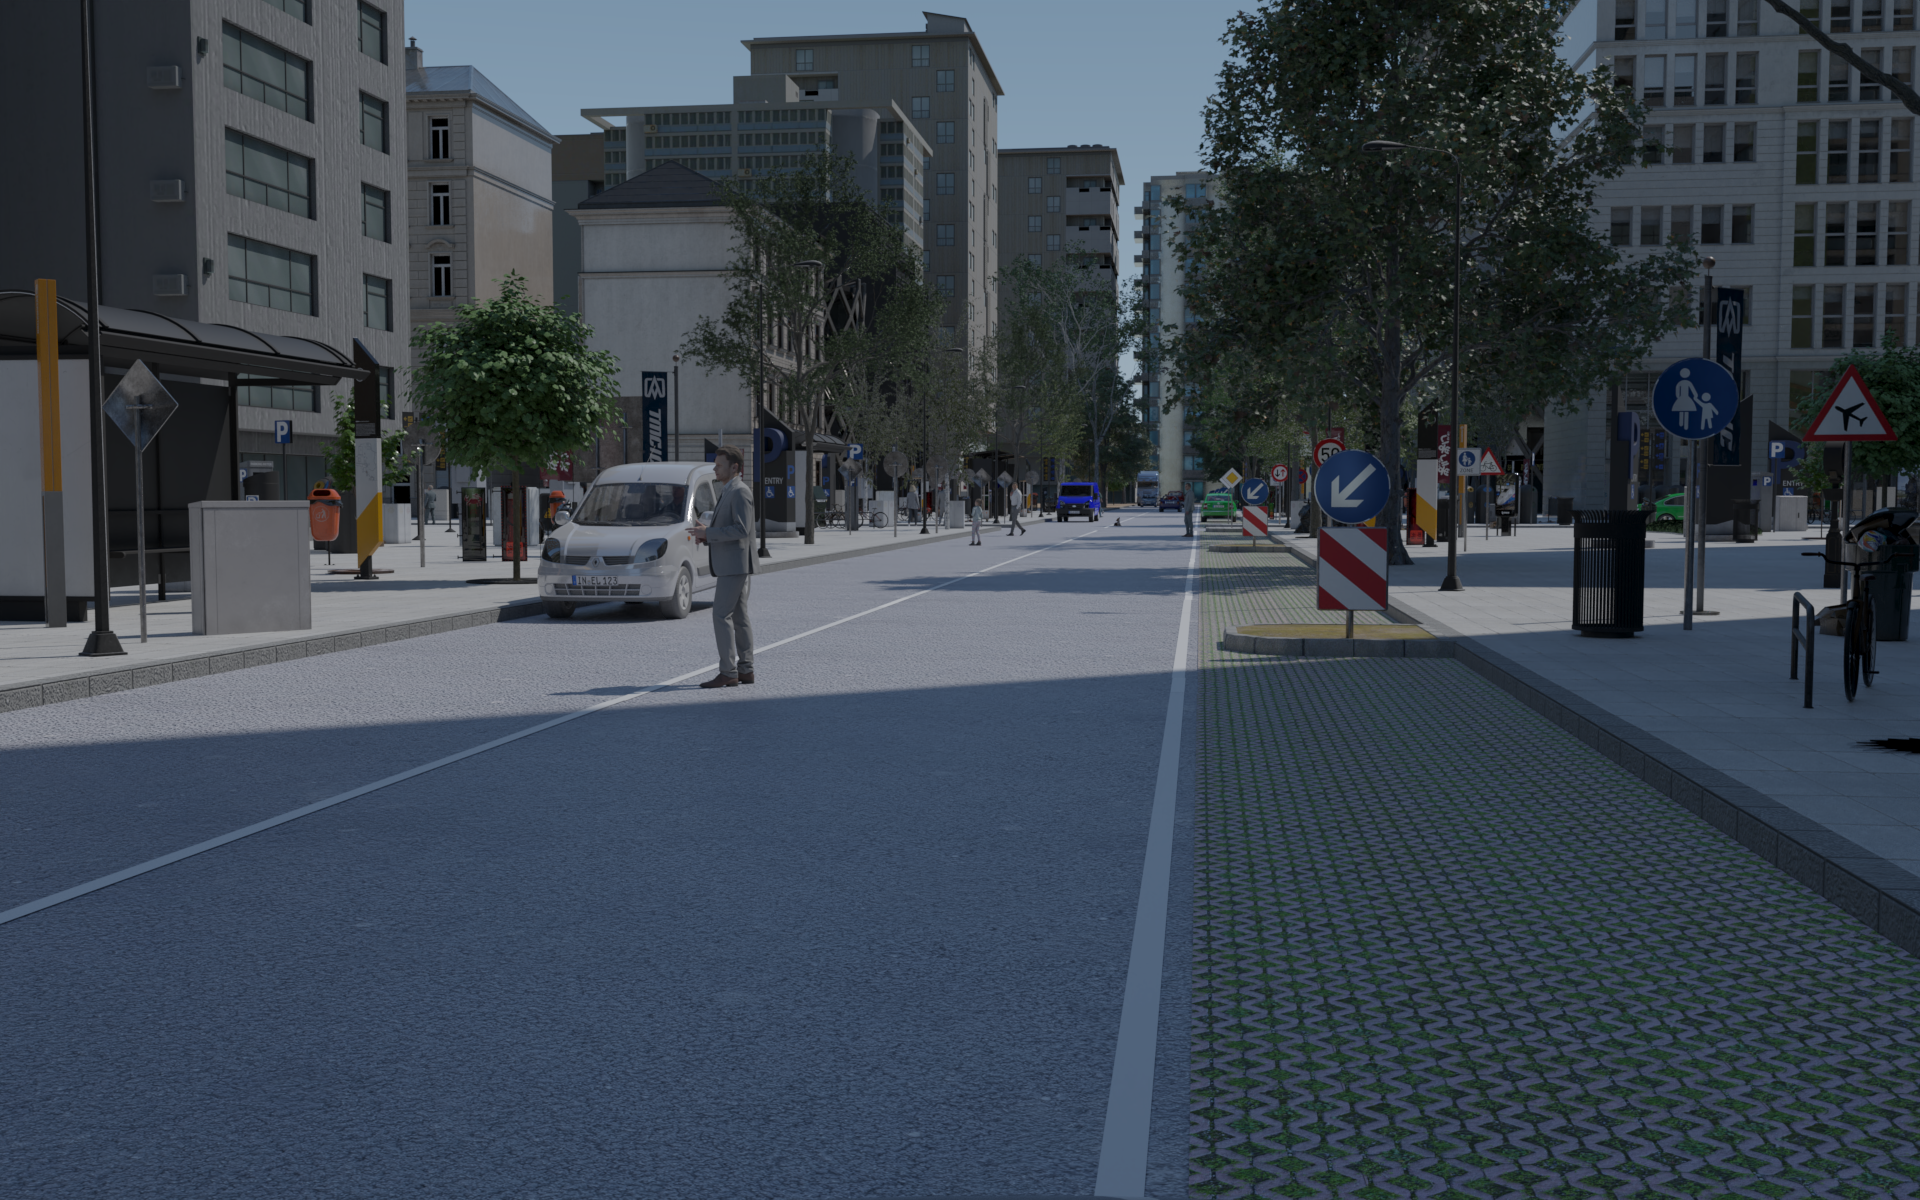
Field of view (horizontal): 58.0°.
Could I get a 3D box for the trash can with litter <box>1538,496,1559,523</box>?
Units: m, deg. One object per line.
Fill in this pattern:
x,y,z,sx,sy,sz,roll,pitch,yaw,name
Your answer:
26.027,-4.040,77.111,2.233,1.210,1.678,-1,4,-8,trash can with litter

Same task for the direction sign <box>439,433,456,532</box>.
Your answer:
-17.085,-4.034,57.948,0.876,3.537,0.379,0,4,-7,direction sign

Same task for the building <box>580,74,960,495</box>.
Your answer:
-16.552,-28.924,164.793,32.217,40.220,23.993,0,4,8,building

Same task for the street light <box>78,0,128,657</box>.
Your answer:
-6.292,-2.508,13.541,1.470,5.913,1.316,0,4,8,street light

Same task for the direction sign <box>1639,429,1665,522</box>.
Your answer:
24.129,-4.188,60.463,0.876,3.537,0.379,0,4,-3,direction sign

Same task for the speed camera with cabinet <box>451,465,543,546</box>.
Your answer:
-11.486,-2.964,42.796,2.038,3.252,0.660,1,4,10,speed camera with cabinet

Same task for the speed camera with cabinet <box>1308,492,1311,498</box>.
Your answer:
30.518,-9.305,146.470,2.038,3.252,0.660,-1,4,-15,speed camera with cabinet

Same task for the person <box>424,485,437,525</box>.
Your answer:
-22.160,-3.887,72.226,0.590,1.801,0.661,2,4,29,person

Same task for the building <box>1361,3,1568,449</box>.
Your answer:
53.432,-52.672,173.863,22.319,86.520,31.000,0,4,8,building

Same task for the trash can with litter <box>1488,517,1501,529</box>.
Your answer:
19.830,-3.207,63.816,0.624,1.170,1.055,-1,4,-16,trash can with litter

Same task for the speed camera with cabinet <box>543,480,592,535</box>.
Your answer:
-12.324,-3.685,54.579,2.038,3.252,0.660,1,4,12,speed camera with cabinet

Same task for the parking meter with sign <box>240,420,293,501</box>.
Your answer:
-16.391,-2.690,40.240,0.543,3.016,1.738,2,4,32,parking meter with sign

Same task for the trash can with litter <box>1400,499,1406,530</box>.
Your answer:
15.149,-3.075,61.342,2.233,1.210,1.678,-3,5,-42,trash can with litter

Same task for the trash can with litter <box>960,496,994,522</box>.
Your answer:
0.664,-4.159,79.057,2.233,1.210,1.678,-1,4,-22,trash can with litter

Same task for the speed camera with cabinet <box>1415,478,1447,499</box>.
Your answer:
25.727,-6.101,94.090,0.660,3.252,2.038,-3,4,-38,speed camera with cabinet

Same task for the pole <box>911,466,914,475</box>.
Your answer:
-3.416,-8.017,124.926,0.158,3.312,0.155,0,3,0,pole

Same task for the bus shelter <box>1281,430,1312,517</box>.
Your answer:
19.258,-7.434,99.173,2.179,5.291,8.768,0,4,8,bus shelter

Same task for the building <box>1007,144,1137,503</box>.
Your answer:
12.507,-41.064,260.639,27.495,52.752,28.713,0,4,8,building

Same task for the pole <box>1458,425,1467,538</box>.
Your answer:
14.757,-3.488,50.876,0.158,3.312,0.155,0,3,0,pole

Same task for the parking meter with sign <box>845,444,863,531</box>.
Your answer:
-3.782,-3.944,60.746,0.543,3.016,1.738,-1,4,-11,parking meter with sign

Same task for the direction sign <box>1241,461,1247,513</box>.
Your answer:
19.549,-7.772,119.066,0.379,3.537,0.876,2,4,28,direction sign

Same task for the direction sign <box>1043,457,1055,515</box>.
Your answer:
5.450,-6.967,105.903,0.876,3.537,0.379,3,5,41,direction sign

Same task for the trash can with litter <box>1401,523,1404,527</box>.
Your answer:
15.986,-3.246,64.462,1.055,1.170,0.624,1,4,21,trash can with litter

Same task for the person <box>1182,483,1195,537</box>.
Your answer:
7.656,-3.014,57.874,0.391,1.810,0.635,0,4,-5,person

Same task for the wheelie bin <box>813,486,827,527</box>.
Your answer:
-5.628,-3.626,67.197,0.693,1.594,0.980,3,5,41,wheelie bin

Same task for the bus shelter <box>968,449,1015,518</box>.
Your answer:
1.660,-6.303,94.340,1.731,3.624,6.357,0,4,8,bus shelter

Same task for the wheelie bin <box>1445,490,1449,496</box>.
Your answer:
24.768,-4.835,86.960,0.980,1.594,0.693,-3,5,-41,wheelie bin

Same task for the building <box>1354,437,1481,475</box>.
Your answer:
52.436,-33.521,198.180,14.600,45.320,14.200,0,4,8,building

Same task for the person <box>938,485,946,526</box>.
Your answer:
-0.640,-3.720,69.448,0.709,1.813,0.853,1,4,12,person

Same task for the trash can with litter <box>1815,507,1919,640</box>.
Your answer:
8.015,-0.248,15.442,0.624,1.170,1.055,0,4,-8,trash can with litter

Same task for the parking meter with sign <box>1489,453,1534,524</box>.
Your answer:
23.327,-4.711,73.281,1.738,3.016,0.543,2,4,26,parking meter with sign

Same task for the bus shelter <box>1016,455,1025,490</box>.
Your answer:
2.697,-6.868,103.576,1.731,3.624,6.357,0,4,8,bus shelter

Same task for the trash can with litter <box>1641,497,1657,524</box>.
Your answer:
25.280,-3.151,62.898,1.055,1.170,0.624,2,4,23,trash can with litter

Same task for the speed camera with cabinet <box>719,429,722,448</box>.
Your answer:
-7.872,-3.589,53.011,0.660,3.252,2.038,-3,5,-42,speed camera with cabinet

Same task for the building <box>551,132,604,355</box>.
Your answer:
-45.233,-34.323,211.292,14.200,45.320,14.600,0,4,8,building

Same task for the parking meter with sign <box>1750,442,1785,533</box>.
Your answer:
27.093,-3.806,58.482,0.543,3.016,1.738,0,4,-3,parking meter with sign

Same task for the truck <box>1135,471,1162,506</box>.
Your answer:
23.000,-13.374,208.416,2.967,4.110,18.799,1,4,9,truck

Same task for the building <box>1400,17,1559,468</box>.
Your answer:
45.688,-28.736,153.424,14.154,41.232,14.086,0,4,8,building

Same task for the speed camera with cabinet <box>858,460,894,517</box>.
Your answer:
-4.618,-6.225,96.120,2.038,3.252,0.660,-1,4,-23,speed camera with cabinet

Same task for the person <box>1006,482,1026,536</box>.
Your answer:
1.906,-3.105,59.363,0.850,1.850,0.679,-2,4,-29,person

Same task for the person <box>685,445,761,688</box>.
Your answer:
-1.796,-0.262,12.981,0.583,1.804,0.606,-1,4,-21,person

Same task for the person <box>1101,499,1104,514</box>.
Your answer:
10.134,-7.098,125.227,0.598,1.740,0.731,2,4,27,person

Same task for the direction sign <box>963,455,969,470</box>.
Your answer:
0.632,-6.640,100.554,0.876,3.537,0.379,1,4,13,direction sign

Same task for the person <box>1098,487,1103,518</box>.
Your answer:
8.157,-5.782,103.023,0.713,1.824,0.794,-2,4,-31,person

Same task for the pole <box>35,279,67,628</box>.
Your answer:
-8.706,-1.391,16.581,0.158,3.312,0.155,0,3,0,pole

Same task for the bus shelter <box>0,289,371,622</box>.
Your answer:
-9.002,-1.587,19.878,2.014,3.302,5.546,0,4,8,bus shelter

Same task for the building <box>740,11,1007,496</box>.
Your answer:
-10.120,-37.339,199.723,27.495,52.752,28.713,0,4,8,building

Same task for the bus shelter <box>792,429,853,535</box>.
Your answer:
-4.988,-3.804,56.126,2.014,3.302,5.546,0,4,8,bus shelter

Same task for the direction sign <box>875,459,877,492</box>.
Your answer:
-4.738,-6.475,97.861,0.379,3.537,0.876,-1,4,-10,direction sign

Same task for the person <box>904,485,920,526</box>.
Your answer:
-2.045,-3.888,72.249,0.709,1.800,0.728,1,4,23,person

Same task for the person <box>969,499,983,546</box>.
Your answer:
0.434,-2.158,48.055,0.394,1.301,0.425,2,4,28,person

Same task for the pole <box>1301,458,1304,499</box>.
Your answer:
18.474,-6.098,93.545,0.158,3.312,0.155,0,3,0,pole

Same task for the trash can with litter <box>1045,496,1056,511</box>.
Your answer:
6.441,-6.776,122.179,0.624,1.170,1.055,-2,4,-29,trash can with litter

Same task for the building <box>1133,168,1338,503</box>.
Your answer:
41.009,-38.871,255.154,30.456,49.044,23.786,0,4,8,building

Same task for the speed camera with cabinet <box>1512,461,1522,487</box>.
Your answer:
33.123,-6.679,103.543,0.660,3.252,2.038,2,4,27,speed camera with cabinet

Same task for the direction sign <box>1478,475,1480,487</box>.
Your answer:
29.993,-6.613,100.123,0.379,3.537,0.876,1,4,13,direction sign

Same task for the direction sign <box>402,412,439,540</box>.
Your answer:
-15.021,-3.423,47.968,0.379,3.537,0.876,3,5,40,direction sign

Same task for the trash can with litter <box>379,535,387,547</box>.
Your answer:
-14.370,-1.862,41.830,0.624,1.170,1.055,1,4,14,trash can with litter
